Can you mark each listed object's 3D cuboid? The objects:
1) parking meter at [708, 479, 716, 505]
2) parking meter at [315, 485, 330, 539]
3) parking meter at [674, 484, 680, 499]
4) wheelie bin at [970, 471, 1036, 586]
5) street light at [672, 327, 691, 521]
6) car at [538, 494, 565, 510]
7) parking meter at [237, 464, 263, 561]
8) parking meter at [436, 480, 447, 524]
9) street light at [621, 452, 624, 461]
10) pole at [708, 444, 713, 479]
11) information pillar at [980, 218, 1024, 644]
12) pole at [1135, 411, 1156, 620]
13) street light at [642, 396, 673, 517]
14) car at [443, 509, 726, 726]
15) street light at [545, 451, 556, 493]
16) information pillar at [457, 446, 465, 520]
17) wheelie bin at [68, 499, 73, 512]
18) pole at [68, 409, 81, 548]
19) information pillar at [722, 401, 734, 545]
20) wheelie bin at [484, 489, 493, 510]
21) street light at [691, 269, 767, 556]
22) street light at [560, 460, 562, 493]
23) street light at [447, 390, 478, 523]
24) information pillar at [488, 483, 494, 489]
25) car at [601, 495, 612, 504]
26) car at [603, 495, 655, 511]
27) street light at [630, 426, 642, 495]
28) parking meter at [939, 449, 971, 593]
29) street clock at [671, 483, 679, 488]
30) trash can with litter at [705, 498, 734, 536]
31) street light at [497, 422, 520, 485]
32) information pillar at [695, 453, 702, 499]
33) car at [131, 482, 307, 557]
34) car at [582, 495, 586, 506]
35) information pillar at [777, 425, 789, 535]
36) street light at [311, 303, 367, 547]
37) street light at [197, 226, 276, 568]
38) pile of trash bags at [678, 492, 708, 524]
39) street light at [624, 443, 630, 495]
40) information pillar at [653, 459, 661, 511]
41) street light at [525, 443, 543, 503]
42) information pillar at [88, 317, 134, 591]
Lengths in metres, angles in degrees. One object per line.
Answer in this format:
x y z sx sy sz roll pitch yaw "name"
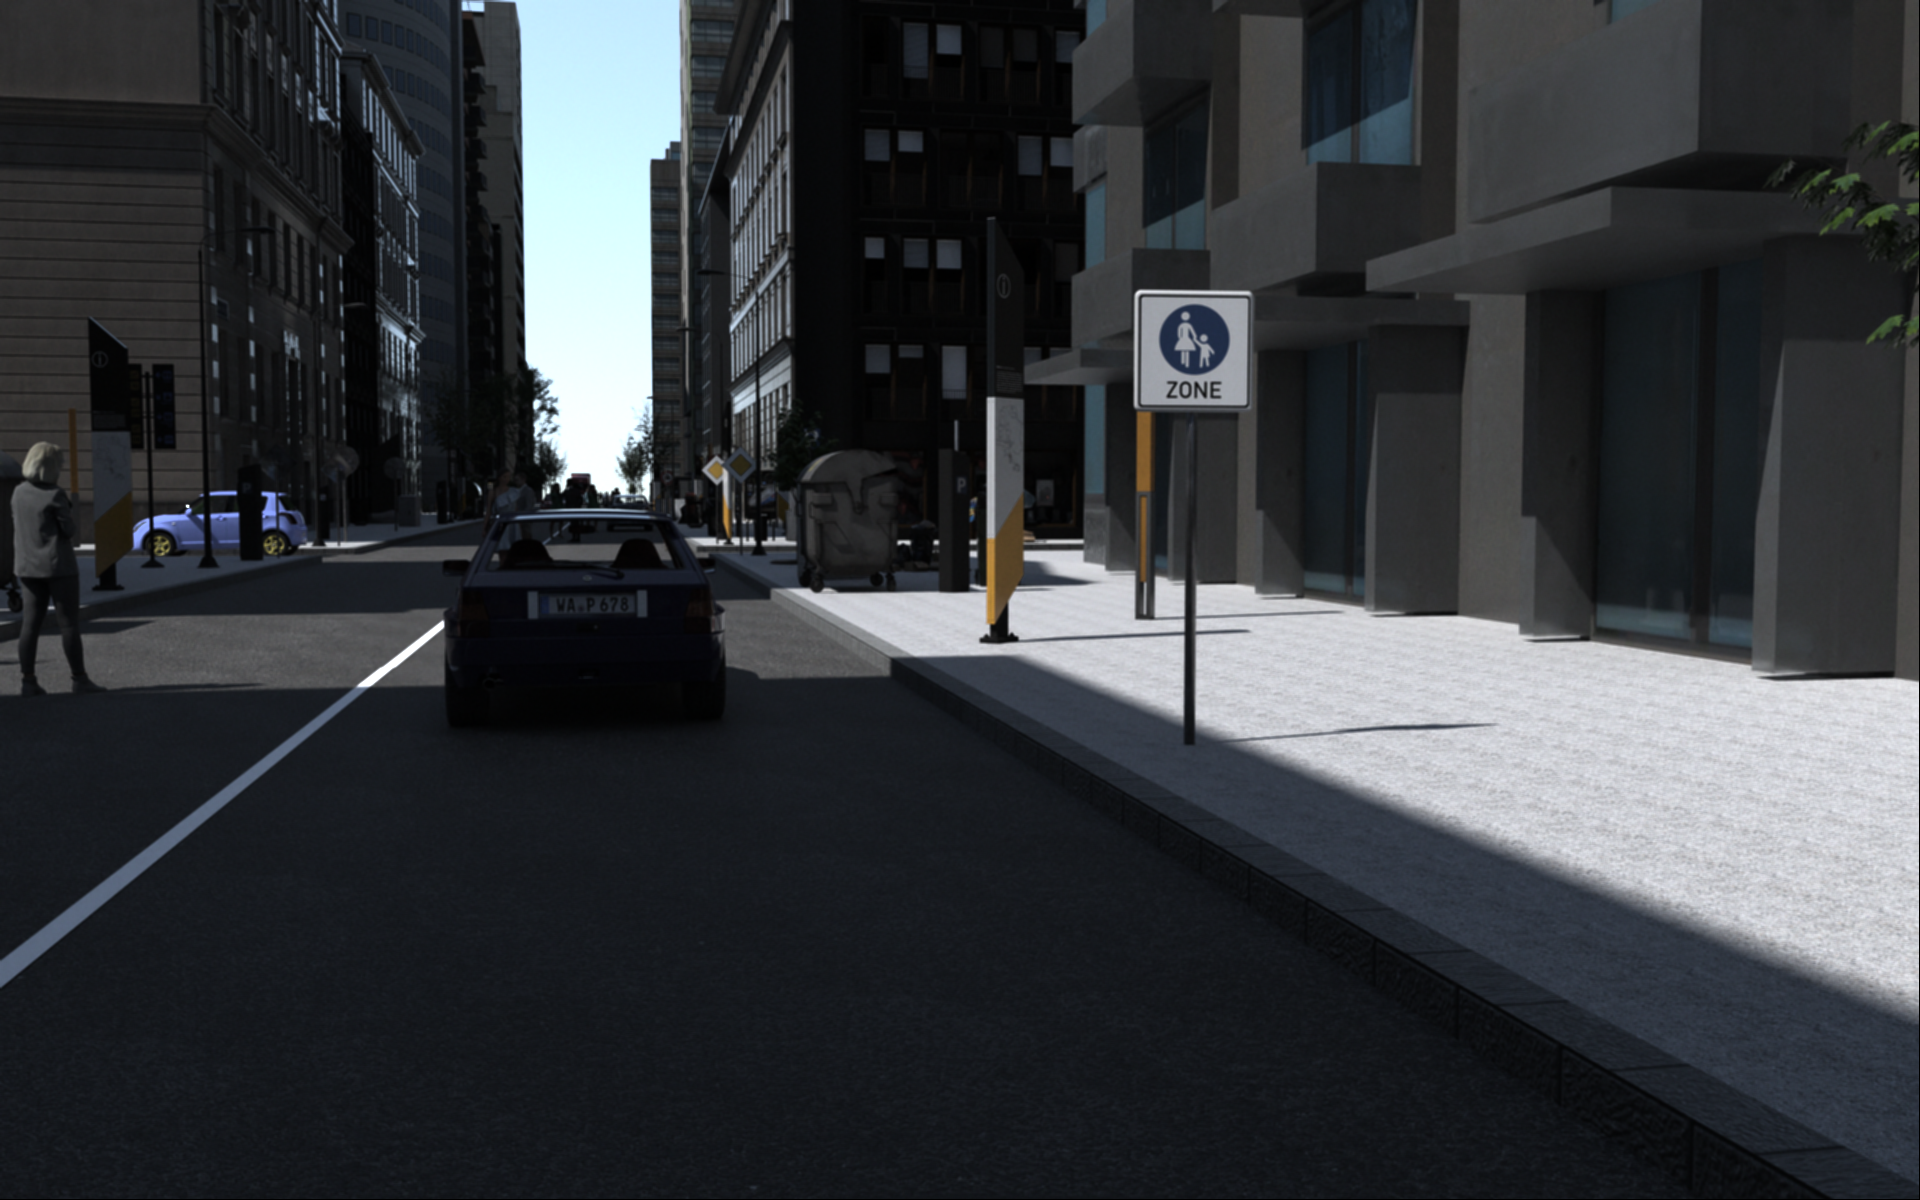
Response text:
-8.268 -3.213 58.248 0.399 1.863 0.255 3 5 41 "parking meter"
-18.126 -2.497 49.232 0.372 1.533 0.369 0 3 0 "parking meter"
-17.010 -6.006 103.912 0.399 1.863 0.255 -1 4 -13 "parking meter"
0.572 -0.996 24.200 0.980 1.594 0.693 0 4 -3 "wheelie bin"
-7.199 -4.638 48.368 1.470 5.913 1.316 -1 4 -12 "street light"
-26.033 -6.276 111.648 2.155 1.783 4.494 -1 4 -10 "car"
-13.737 -1.700 33.504 0.399 1.863 0.255 0 4 5 "parking meter"
-22.118 -4.172 73.922 0.399 1.863 0.255 1 4 19 "parking meter"
-39.213 -14.238 205.325 1.470 5.913 1.316 -1 4 -12 "street light"
-10.092 -4.664 70.098 0.158 3.312 0.155 0 3 0 "pole"
0.386 -1.445 14.973 0.183 3.616 0.504 2 4 34 "information pillar"
1.894 -1.456 17.641 0.158 3.312 0.155 0 3 0 "pole"
-14.232 -6.731 82.590 1.470 5.913 1.316 -1 4 -12 "street light"
-2.649 0.025 12.173 1.945 1.354 3.894 -1 4 -13 "car"
-47.346 -13.928 200.266 1.470 5.913 1.316 -1 4 -12 "street light"
-24.201 -5.668 84.033 0.504 3.616 0.183 3 4 39 "information pillar"
-15.064 -1.268 28.642 0.693 1.594 0.980 -2 4 -30 "wheelie bin"
-21.159 -2.908 41.384 0.158 3.312 0.155 0 3 0 "pole"
-5.869 -3.199 43.665 0.183 3.616 0.504 -2 4 -23 "information pillar"
-28.521 -5.973 105.573 0.980 1.594 0.693 -2 4 -27 "wheelie bin"
-4.746 -3.883 36.021 1.470 5.913 1.316 -1 4 -12 "street light"
-54.449 -16.040 234.790 1.470 5.913 1.316 -1 4 -12 "street light"
-22.121 -6.387 76.976 1.470 5.913 1.316 -1 4 -12 "street light"
-31.021 -6.745 114.773 0.304 2.012 0.304 2 4 28 "information pillar"
-49.190 -14.055 242.160 2.083 1.381 4.827 -1 4 -11 "car"
-12.984 -3.423 67.976 2.014 1.417 4.499 -1 4 -12 "car"
-22.473 -9.206 123.054 1.470 5.913 1.316 -1 4 -12 "street light"
-0.069 -1.036 22.645 0.255 1.863 0.399 3 5 40 "parking meter"
-18.172 -6.478 110.485 0.471 2.002 0.358 -2 4 -31 "street clock"
-7.246 -2.518 52.551 0.624 1.170 1.055 -3 5 -44 "trash can with litter"
-30.443 -8.853 117.294 1.470 5.913 1.316 -1 4 -12 "street light"
-15.072 -6.630 99.754 0.183 3.616 0.504 3 5 43 "information pillar"
-16.794 -1.816 39.277 3.694 1.707 1.945 -1 4 -13 "car"
-46.000 -11.988 208.362 2.083 1.381 4.827 -1 4 -12 "car"
-5.468 -3.843 54.196 0.504 3.616 0.183 2 4 25 "information pillar"
-15.118 -4.261 42.203 1.470 5.913 1.316 -1 4 -12 "street light"
-12.567 -3.521 30.109 1.470 5.913 1.316 -1 4 -12 "street light"
-11.288 -3.974 74.732 1.912 1.369 3.447 0 4 3 "pile of trash bags"
-29.550 -11.302 157.330 1.470 5.913 1.316 -1 4 -12 "street light"
-20.365 -7.643 116.319 0.504 3.616 0.183 -2 4 -34 "information pillar"
-37.442 -10.955 151.656 1.470 5.913 1.316 -1 4 -12 "street light"
-11.274 -1.935 22.984 0.504 3.616 0.183 0 4 -2 "information pillar"
